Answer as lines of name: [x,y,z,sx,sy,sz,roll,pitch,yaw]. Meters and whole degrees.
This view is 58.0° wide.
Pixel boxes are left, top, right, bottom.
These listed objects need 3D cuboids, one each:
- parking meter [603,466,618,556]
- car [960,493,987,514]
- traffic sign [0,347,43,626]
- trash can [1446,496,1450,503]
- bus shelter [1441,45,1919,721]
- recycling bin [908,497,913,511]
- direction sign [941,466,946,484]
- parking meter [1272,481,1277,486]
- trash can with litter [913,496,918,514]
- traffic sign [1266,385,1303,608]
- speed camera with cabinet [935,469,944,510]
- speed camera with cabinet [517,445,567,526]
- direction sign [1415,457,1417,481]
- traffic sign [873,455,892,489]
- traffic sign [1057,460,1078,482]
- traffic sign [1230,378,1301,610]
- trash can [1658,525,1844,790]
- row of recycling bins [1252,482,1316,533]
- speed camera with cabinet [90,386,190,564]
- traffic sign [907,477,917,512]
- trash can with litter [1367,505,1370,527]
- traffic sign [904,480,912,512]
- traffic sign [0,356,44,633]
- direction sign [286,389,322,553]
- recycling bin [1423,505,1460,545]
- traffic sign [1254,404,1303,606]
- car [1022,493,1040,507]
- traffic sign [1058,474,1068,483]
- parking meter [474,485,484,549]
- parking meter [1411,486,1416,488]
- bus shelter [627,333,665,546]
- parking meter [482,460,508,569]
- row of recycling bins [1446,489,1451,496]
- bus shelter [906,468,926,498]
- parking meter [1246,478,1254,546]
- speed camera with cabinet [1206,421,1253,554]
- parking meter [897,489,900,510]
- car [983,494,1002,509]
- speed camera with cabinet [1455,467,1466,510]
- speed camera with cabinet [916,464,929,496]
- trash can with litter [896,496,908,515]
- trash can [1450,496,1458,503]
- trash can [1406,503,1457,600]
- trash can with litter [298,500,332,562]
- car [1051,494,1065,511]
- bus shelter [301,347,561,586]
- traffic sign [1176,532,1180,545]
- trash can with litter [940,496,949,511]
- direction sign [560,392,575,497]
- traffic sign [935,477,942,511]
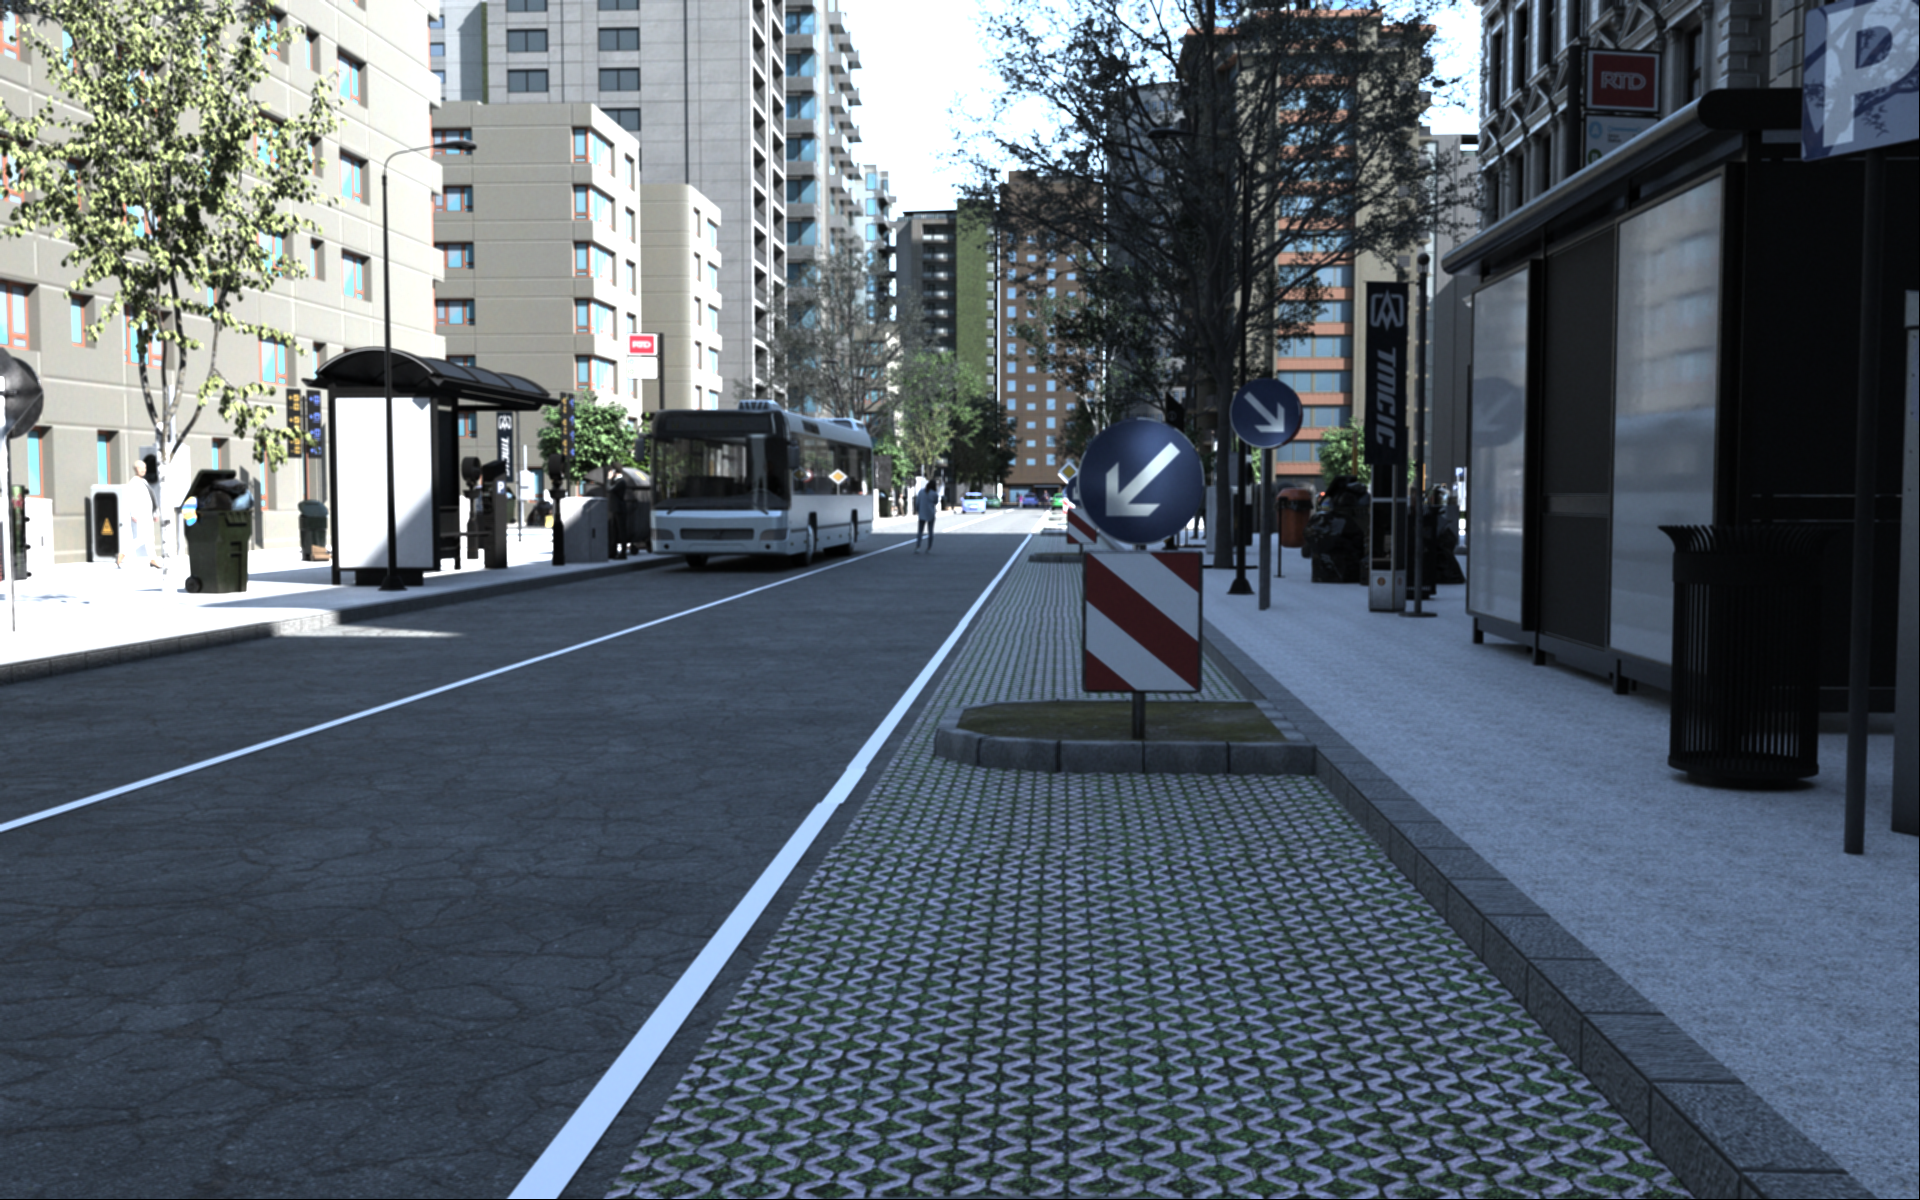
parking meter: [-7.211,-1.837,35.743,0.255,1.863,0.399,0,4,-8]
car: [1.006,-7.266,128.388,1.945,1.707,3.694,0,4,1]
traffic sign: [-8.589,-0.969,15.578,0.795,2.593,0.064,1,4,10]
trash can: [20.830,-3.909,75.559,0.748,1.137,0.748,0,3,0]
bus shelter: [5.125,-2.179,13.261,2.179,5.291,8.768,0,4,3]
recycling bin: [-3.693,-7.075,128.232,0.722,1.027,0.722,0,4,1]
direction sign: [-1.344,-9.112,140.979,0.379,3.537,0.876,-1,4,-22]
parking meter: [14.305,-4.482,78.990,0.255,1.863,0.399,0,4,6]
trash can with litter: [-2.598,-5.897,107.810,0.624,1.170,1.055,-1,4,-13]
traffic sign: [3.445,-1.182,19.436,0.768,2.556,0.104,1,4,10]
speed camera with cabinet: [-1.669,-8.685,136.336,0.660,3.252,2.038,0,4,-8]
speed camera with cabinet: [-16.993,-4.664,70.587,2.038,3.252,0.660,-1,4,-9]
direction sign: [27.985,-6.963,105.845,0.379,3.537,0.876,3,4,38]
traffic sign: [-4.664,-5.895,90.261,2.265,3.308,0.079,1,4,10]
traffic sign: [3.765,-3.509,59.563,0.795,2.593,0.064,0,4,3]
traffic sign: [3.351,-1.162,19.097,0.768,2.556,0.104,0,4,5]
trash can: [3.487,0.242,7.691,0.748,1.137,0.748,0,3,0]
row of recycling bins: [10.545,-3.106,57.891,3.534,1.692,1.069,-2,4,-34]
speed camera with cabinet: [-15.087,-2.293,31.831,2.038,3.252,0.660,2,4,27]
traffic sign: [-3.490,-7.646,125.125,0.768,2.556,0.104,1,4,11]
trash can with litter: [10.074,-1.974,43.655,0.624,1.170,1.055,-3,5,-43]
traffic sign: [-3.755,-7.501,124.772,0.606,2.300,0.079,1,4,10]
traffic sign: [-8.797,-0.971,15.983,0.768,2.556,0.104,1,4,12]
direction sign: [-14.207,-2.788,37.586,0.379,3.537,0.876,2,4,29]
recycling bin: [10.764,-1.616,38.982,0.722,1.027,0.722,3,5,41]
traffic sign: [3.506,-1.200,19.721,0.768,2.556,0.104,1,4,10]
car: [7.792,-11.094,190.984,1.945,1.707,3.694,0,4,5]
traffic sign: [4.231,-3.997,67.535,0.795,2.593,0.064,0,4,3]
parking meter: [-11.126,-1.959,40.443,0.372,1.533,0.369,0,3,0]
parking meter: [35.720,-8.019,136.814,0.255,1.863,0.399,1,4,11]
bus shelter: [-7.059,-4.171,45.836,2.179,5.291,8.768,0,4,3]
parking meter: [-7.999,-1.472,29.774,0.255,1.863,0.399,1,4,22]
row of recycling bins: [37.055,-7.775,134.226,1.069,1.692,3.534,0,4,-5]
bus shelter: [-3.232,-8.696,136.096,2.014,3.302,5.546,0,4,3]
parking meter: [7.077,-2.285,43.068,0.399,1.863,0.255,-2,4,-28]
speed camera with cabinet: [5.903,-2.661,37.835,0.660,3.252,2.038,1,4,22]
parking meter: [-5.096,-8.447,143.822,0.255,1.863,0.399,-1,4,-11]
car: [2.926,-9.314,164.075,2.131,1.459,4.920,0,4,3]
speed camera with cabinet: [39.551,-8.622,135.298,0.660,3.252,2.038,-2,4,-33]
speed camera with cabinet: [-2.415,-7.311,113.873,0.660,3.252,2.038,1,4,11]
trash can with litter: [-3.548,-5.662,103.965,0.624,1.170,1.055,-2,4,-26]
trash can: [29.815,-5.709,104.992,0.748,1.137,0.748,0,3,0]
trash can: [5.512,-0.581,21.160,0.748,1.137,0.748,0,3,0]
trash can with litter: [-12.226,-1.324,33.039,0.624,1.170,1.055,-2,4,-35]
car: [8.924,-8.757,151.975,1.959,1.807,4.718,0,4,4]
bus shelter: [-7.895,-1.999,26.601,2.014,3.302,5.546,0,4,3]
traffic sign: [5.408,-2.616,42.879,0.768,2.556,0.104,0,4,8]
trash can with litter: [-1.118,-7.486,133.775,0.624,1.170,1.055,-2,4,-28]
direction sign: [-8.801,-2.870,38.914,0.379,3.537,0.876,0,4,5]
traffic sign: [-1.714,-7.801,127.656,0.768,2.556,0.104,1,4,10]
